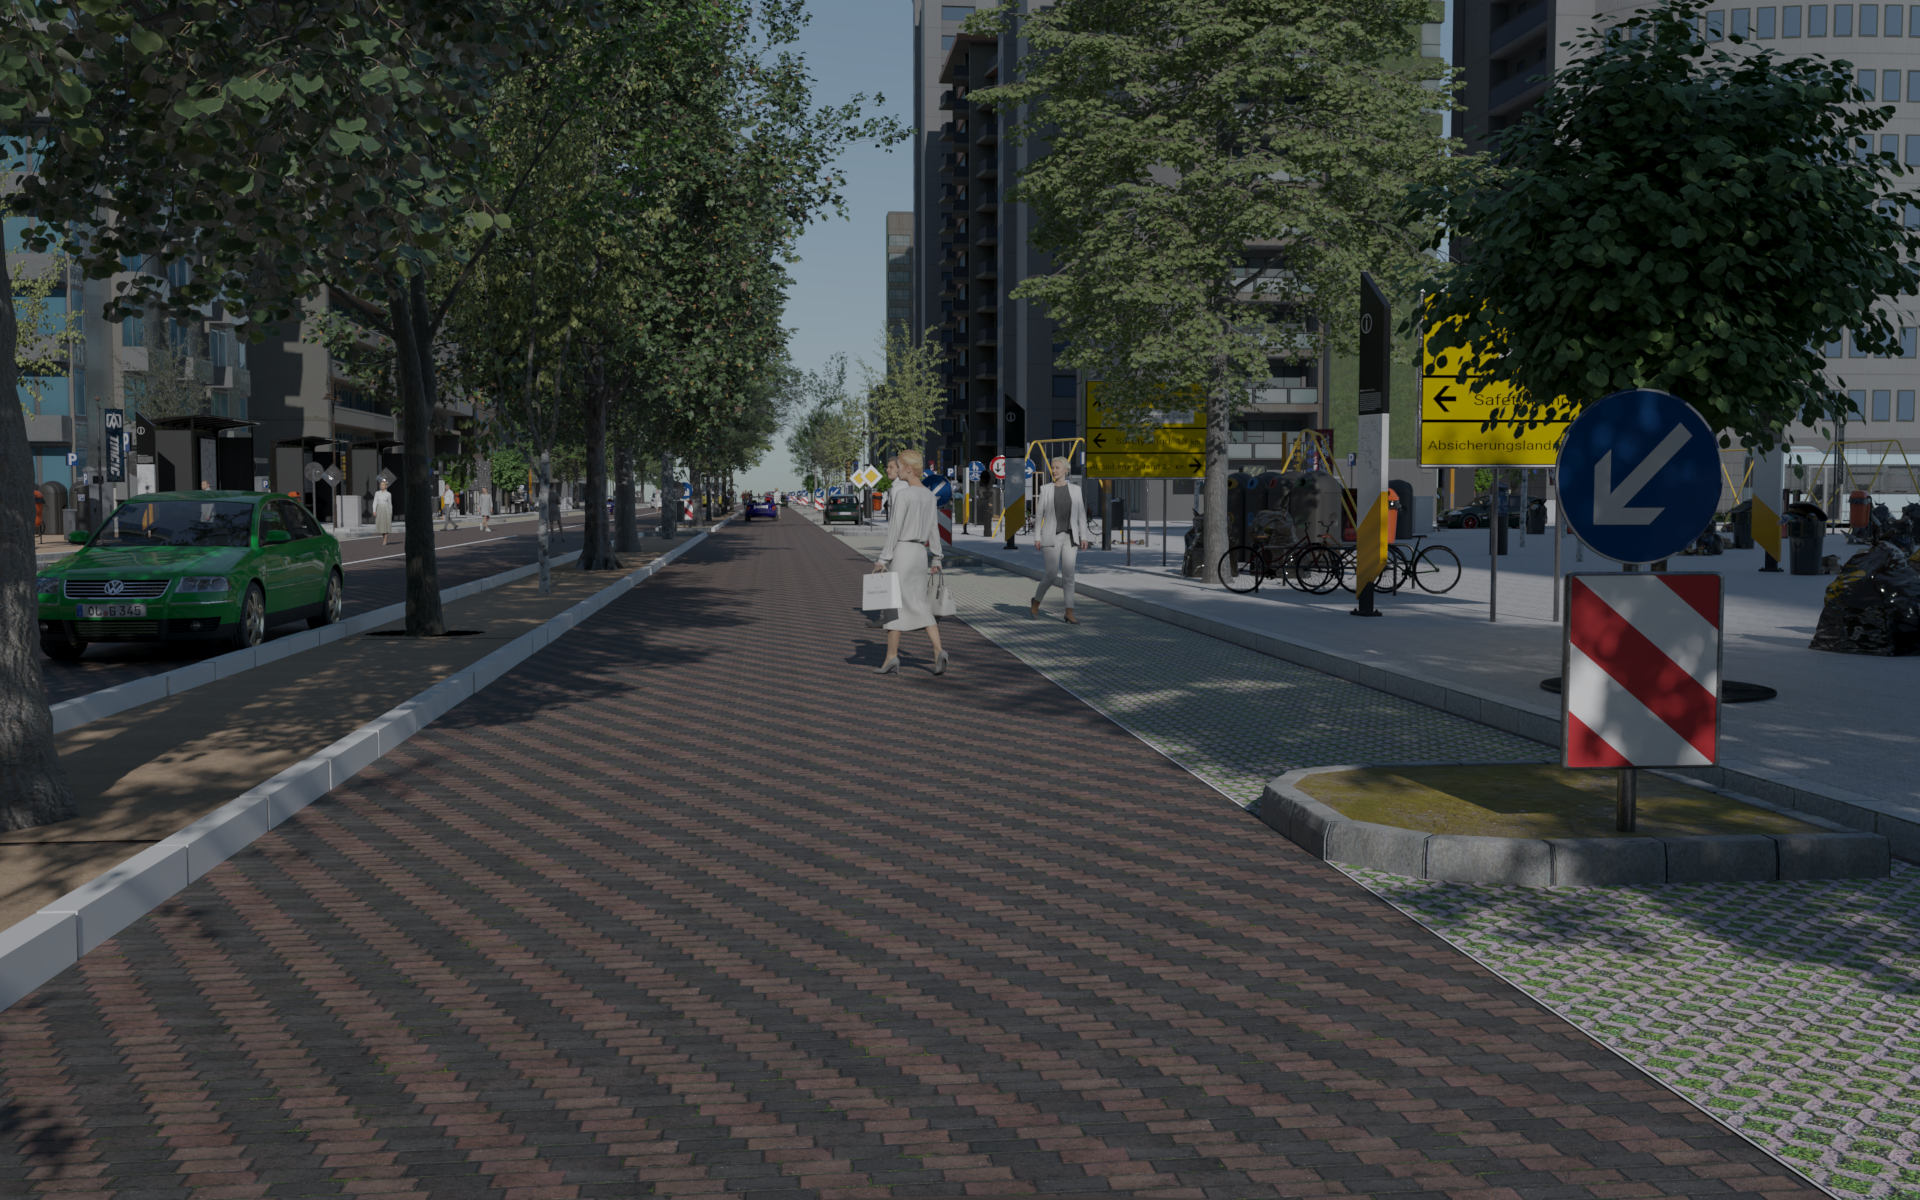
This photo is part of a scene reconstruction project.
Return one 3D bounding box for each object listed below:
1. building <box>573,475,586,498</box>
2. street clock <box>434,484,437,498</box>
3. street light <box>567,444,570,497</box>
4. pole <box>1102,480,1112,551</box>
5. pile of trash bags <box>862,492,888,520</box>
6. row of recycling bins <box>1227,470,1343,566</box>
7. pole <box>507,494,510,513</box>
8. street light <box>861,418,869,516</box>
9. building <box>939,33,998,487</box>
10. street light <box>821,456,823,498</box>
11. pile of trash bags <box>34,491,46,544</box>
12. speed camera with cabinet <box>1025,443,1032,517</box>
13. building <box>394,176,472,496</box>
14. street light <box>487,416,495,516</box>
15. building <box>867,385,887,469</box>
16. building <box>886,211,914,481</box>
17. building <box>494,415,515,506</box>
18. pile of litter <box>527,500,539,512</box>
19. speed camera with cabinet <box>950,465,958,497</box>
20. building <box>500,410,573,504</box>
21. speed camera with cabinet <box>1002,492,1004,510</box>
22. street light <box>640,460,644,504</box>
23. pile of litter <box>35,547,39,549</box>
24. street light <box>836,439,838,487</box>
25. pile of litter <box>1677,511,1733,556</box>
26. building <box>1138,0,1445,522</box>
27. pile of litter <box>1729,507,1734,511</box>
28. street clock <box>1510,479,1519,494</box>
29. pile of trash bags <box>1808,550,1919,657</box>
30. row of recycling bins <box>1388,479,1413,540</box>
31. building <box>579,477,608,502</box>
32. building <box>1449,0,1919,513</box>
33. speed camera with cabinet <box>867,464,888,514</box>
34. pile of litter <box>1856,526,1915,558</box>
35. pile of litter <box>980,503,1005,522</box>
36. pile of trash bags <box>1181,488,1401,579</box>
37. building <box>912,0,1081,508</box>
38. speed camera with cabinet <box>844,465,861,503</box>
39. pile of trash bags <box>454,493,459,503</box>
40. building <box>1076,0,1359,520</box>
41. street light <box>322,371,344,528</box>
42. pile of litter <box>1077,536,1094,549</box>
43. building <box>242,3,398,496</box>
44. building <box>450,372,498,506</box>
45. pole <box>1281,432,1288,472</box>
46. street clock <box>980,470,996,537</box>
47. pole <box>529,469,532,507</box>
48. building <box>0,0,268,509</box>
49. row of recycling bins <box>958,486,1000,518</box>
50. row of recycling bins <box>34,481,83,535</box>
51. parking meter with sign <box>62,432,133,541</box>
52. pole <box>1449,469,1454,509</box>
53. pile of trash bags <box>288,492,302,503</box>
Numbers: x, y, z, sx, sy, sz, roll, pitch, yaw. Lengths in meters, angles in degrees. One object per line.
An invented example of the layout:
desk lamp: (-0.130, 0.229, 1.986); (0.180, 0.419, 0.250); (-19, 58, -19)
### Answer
building: (-69.034, -39.143, 259.589); (23.786, 49.044, 30.456); (0, 4, -6)
street clock: (-38.065, -7.393, 125.442); (0.358, 2.002, 0.471); (-2, 4, -23)
street light: (-32.099, -10.338, 141.815); (0.468, 5.910, 1.993); (0, 4, -6)
pole: (3.308, -2.762, 39.000); (0.158, 3.312, 0.155); (0, 3, 0)
pile of trash bags: (-3.071, -4.572, 84.504); (3.447, 1.369, 1.912); (3, 5, 42)
row of recycling bins: (5.804, -1.500, 31.633); (1.069, 1.692, 3.534); (-1, 4, -20)
pole: (-30.120, -7.439, 115.469); (0.158, 3.312, 0.155); (0, 3, 0)
street light: (-5.722, -7.988, 103.383); (0.468, 5.910, 1.993); (0, 4, -6)
building: (9.538, -31.263, 165.774); (22.147, 44.769, 28.867); (0, 4, -6)
street light: (-14.284, -12.664, 179.847); (0.468, 5.910, 1.993); (0, 4, -6)
pile of trash bags: (-24.967, -2.128, 44.550); (3.447, 1.369, 1.912); (1, 4, 17)
speed camera with cabinet: (3.168, -4.477, 67.528); (2.038, 3.252, 0.660); (-2, 4, -27)
building: (-58.160, -34.314, 150.270); (28.713, 52.752, 27.495); (0, 4, -6)
street light: (-27.902, -7.985, 103.335); (0.468, 5.910, 1.993); (0, 4, -6)
building: (-0.901, -27.177, 289.389); (27.650, 21.520, 28.899); (0, 4, -6)
building: (-3.857, -34.802, 252.604); (14.154, 41.232, 14.086); (0, 4, -6)
building: (-59.238, -45.856, 187.998); (20.563, 71.187, 20.611); (0, 4, -6)
pile of litter: (-30.651, -6.707, 123.626); (1.719, 0.858, 1.176); (-1, 4, -11)
speed camera with cabinet: (-0.450, -7.715, 120.472); (0.660, 3.252, 2.038); (0, 4, 3)
building: (-61.455, -33.927, 238.292); (14.154, 41.232, 14.086); (0, 4, -6)
speed camera with cabinet: (3.307, -7.163, 111.447); (2.038, 3.252, 0.660); (-3, 5, -44)
street light: (-41.095, -15.369, 224.072); (0.468, 5.910, 1.993); (0, 4, -6)
pile of litter: (-22.111, -1.579, 39.774); (1.719, 0.858, 1.176); (-2, 4, -33)
street light: (-10.074, -10.312, 141.385); (0.468, 5.910, 1.993); (0, 4, -6)
pile of litter: (15.429, -1.376, 36.464); (1.719, 0.858, 1.176); (-2, 4, -34)
building: (14.405, -24.543, 84.869); (14.086, 41.232, 14.154); (0, 4, -6)
pile of litter: (26.000, -2.689, 57.923); (1.176, 0.858, 1.719); (-3, 5, -41)
street clock: (27.483, -4.976, 85.930); (0.471, 2.002, 0.358); (-3, 5, -43)
pile of trash bags: (8.851, -0.268, 14.134); (3.447, 1.369, 1.912); (-1, 4, -21)
row of recycling bins: (12.659, -2.644, 50.340); (1.069, 1.692, 3.534); (1, 4, 11)
building: (-65.393, -36.638, 282.620); (14.154, 41.232, 14.086); (0, 4, -6)
building: (42.948, -33.606, 91.462); (28.212, 58.520, 21.231); (0, 4, -6)
speed camera with cabinet: (-5.363, -7.256, 112.979); (0.660, 3.252, 2.038); (-2, 4, -28)
pile of litter: (18.821, -1.295, 35.145); (1.176, 0.858, 1.719); (3, 5, 43)
pile of litter: (1.415, -4.092, 80.862); (1.719, 0.858, 1.176); (0, 4, 4)
pile of trash bags: (5.101, -1.055, 27.007); (3.447, 1.369, 1.912); (1, 4, 16)
building: (5.288, -39.851, 193.565); (21.231, 58.520, 28.212); (0, 4, -6)
speed camera with cabinet: (-7.459, -7.610, 118.759); (0.660, 3.252, 2.038); (0, 4, 5)
pile of trash bags: (-39.087, -7.842, 137.971); (3.447, 1.369, 1.912); (2, 4, 31)
building: (13.766, -25.524, 100.904); (14.154, 41.232, 14.086); (0, 4, -6)
street light: (-23.604, -5.660, 65.328); (0.468, 5.910, 1.993); (0, 4, -6)
pile of litter: (2.661, -1.659, 41.098); (1.176, 0.858, 1.719); (2, 4, 30)
building: (-52.796, -30.400, 120.747); (21.300, 48.544, 21.600); (0, 4, -6)
building: (-54.326, -31.911, 171.847); (14.600, 45.320, 14.200); (0, 4, -6)
pole: (10.719, -3.879, 57.266); (0.158, 3.312, 0.155); (0, 3, 0)
street clock: (0.830, -2.883, 51.710); (0.358, 2.002, 0.471); (-3, 5, -44)
pole: (-34.479, -8.879, 139.008); (0.158, 3.312, 0.155); (0, 3, 0)
building: (-49.977, -28.579, 86.872); (23.786, 49.044, 30.456); (0, 4, -6)
row of recycling bins: (0.982, -5.392, 95.273); (1.069, 1.692, 3.534); (-3, 4, -37)
row of recycling bins: (-28.848, -2.896, 54.463); (3.534, 1.692, 1.069); (0, 4, 7)
parking meter with sign: (-23.992, -3.176, 48.184); (0.543, 3.016, 1.738); (3, 5, 44)
pole: (20.646, -4.824, 72.717); (0.158, 3.312, 0.155); (0, 3, 0)
pile of trash bags: (-26.123, -3.464, 66.389); (1.912, 1.369, 3.447); (0, 4, 2)
